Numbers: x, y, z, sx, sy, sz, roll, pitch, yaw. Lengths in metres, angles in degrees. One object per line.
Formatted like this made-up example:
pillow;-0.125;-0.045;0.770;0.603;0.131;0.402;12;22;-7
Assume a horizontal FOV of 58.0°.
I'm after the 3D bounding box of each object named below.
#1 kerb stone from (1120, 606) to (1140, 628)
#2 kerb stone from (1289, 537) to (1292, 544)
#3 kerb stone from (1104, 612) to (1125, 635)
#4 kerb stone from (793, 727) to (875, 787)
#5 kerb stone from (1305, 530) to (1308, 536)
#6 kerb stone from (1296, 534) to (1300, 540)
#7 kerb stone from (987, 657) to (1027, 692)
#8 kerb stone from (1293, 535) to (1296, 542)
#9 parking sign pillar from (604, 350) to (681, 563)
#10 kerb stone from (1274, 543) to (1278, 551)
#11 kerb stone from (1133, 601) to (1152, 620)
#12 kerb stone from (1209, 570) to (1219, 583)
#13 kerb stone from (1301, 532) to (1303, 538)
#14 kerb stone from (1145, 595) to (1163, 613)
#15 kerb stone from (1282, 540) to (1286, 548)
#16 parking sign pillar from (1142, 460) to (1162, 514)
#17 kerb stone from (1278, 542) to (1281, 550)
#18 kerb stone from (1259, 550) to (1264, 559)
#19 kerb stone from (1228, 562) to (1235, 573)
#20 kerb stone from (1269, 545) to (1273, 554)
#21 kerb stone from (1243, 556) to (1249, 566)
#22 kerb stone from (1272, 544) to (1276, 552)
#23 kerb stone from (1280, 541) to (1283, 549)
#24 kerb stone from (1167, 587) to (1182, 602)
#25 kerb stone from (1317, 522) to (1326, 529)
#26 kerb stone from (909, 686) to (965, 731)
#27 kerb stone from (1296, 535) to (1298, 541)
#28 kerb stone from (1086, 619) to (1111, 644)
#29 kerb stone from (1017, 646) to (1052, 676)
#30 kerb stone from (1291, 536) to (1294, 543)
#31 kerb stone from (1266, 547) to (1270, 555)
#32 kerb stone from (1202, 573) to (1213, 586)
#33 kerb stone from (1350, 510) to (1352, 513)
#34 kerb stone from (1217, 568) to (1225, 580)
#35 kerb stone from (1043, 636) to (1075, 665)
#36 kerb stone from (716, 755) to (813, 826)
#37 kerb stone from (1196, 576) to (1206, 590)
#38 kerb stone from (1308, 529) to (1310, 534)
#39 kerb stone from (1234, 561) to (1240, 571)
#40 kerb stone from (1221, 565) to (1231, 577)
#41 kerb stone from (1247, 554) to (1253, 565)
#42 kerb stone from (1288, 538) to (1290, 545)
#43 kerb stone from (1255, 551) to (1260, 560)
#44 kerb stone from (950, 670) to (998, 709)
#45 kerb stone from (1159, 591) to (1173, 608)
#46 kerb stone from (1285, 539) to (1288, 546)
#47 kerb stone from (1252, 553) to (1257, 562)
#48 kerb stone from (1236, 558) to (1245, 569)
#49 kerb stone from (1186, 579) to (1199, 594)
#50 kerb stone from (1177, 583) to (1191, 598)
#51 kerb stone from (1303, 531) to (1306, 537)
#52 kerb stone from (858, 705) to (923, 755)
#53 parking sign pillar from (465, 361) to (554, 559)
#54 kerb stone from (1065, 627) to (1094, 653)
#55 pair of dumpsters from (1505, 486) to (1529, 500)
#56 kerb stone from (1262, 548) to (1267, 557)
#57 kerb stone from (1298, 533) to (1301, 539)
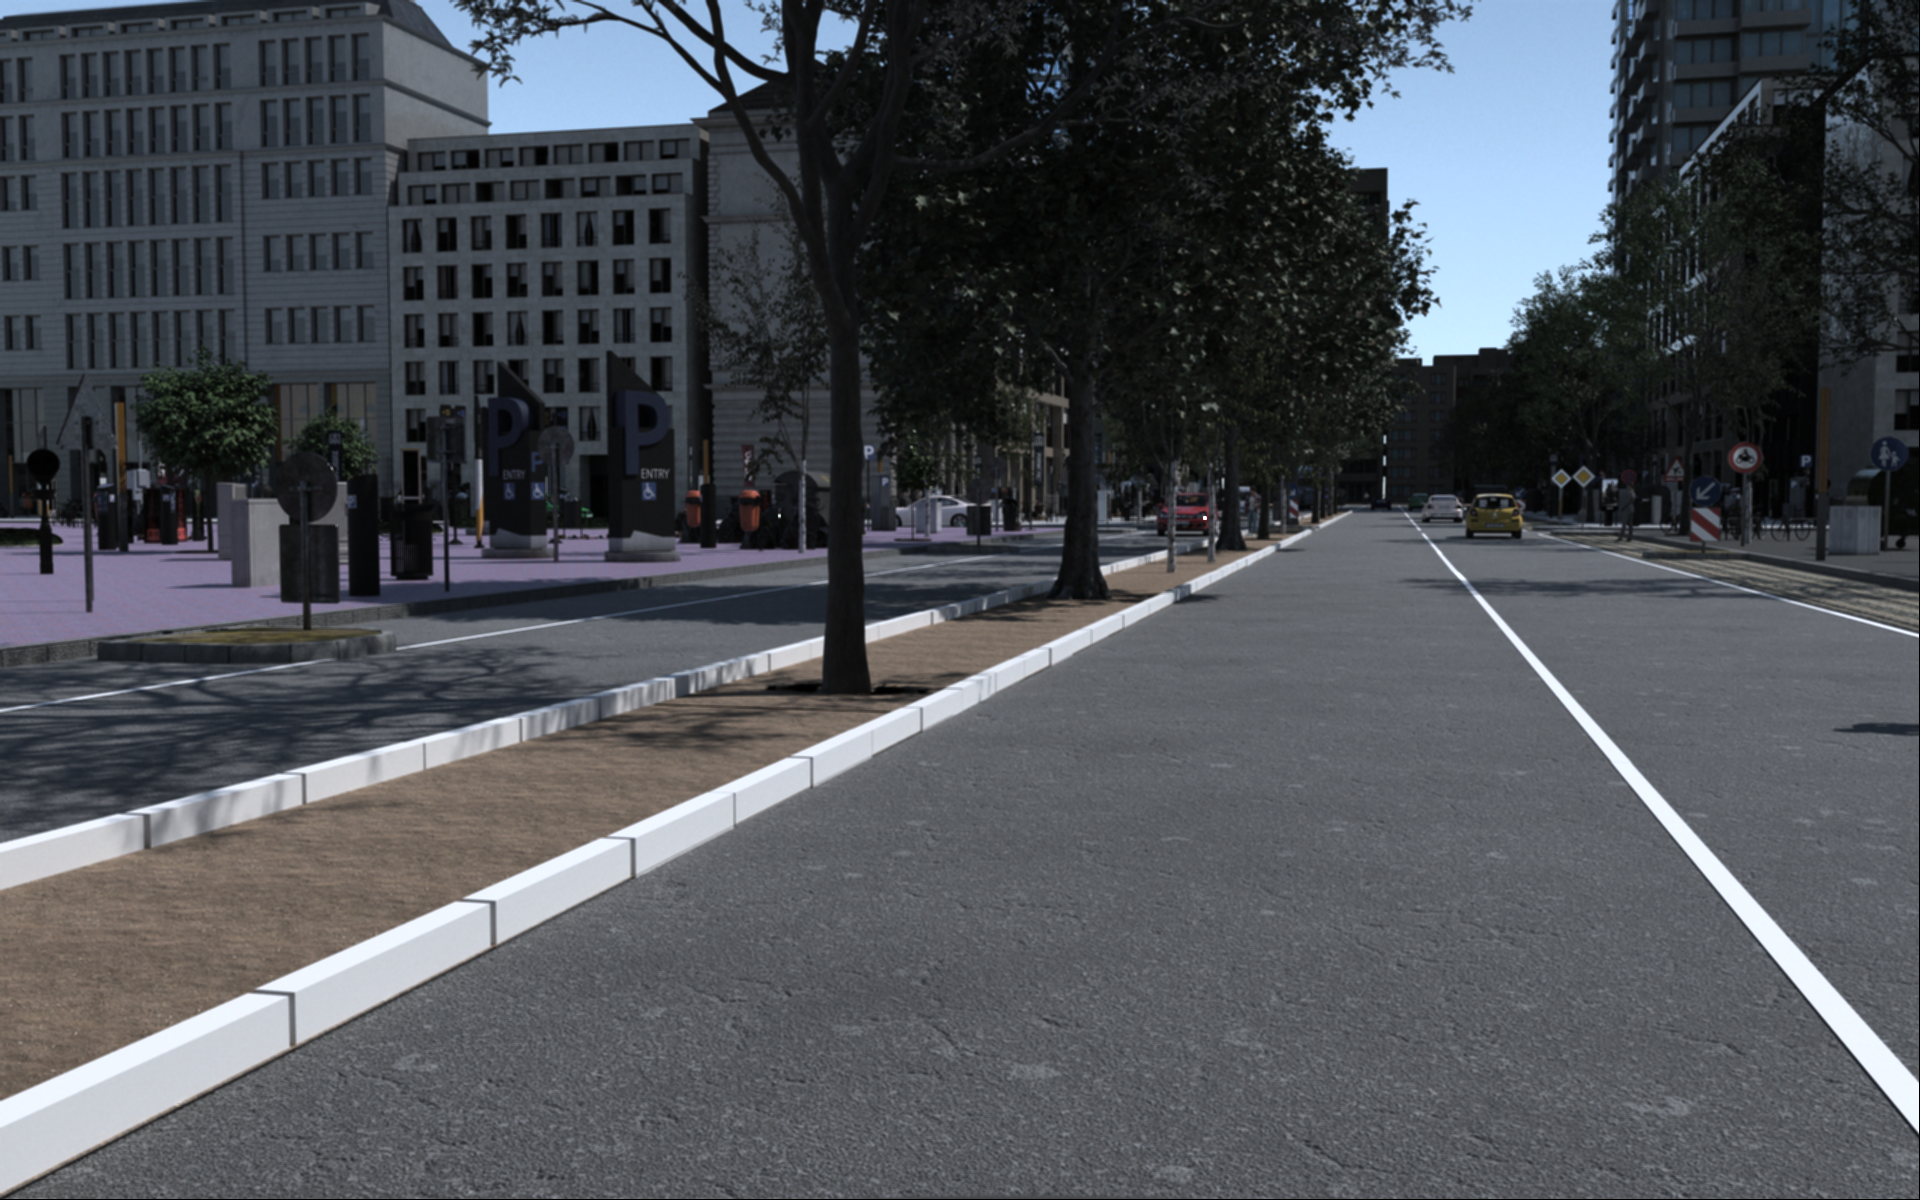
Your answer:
kerb stone;1.805;0.201;18.908;0.120;0.150;1.000;1;4;14
kerb stone;9.197;-1.621;48.760;0.120;0.150;1.000;1;4;14
kerb stone;1.552;0.264;17.918;0.120;0.150;1.000;1;4;14
kerb stone;-0.656;0.810;8.951;0.120;0.150;1.000;1;4;14
kerb stone;11.414;-2.173;57.727;0.120;0.150;1.000;1;4;14
kerb stone;10.177;-1.868;52.750;0.120;0.150;1.000;1;4;14
kerb stone;0.321;0.567;12.930;0.120;0.150;1.000;1;4;14
kerb stone;9.687;-1.747;50.754;0.120;0.150;1.000;1;4;14
parking sign pillar;-6.072;-2.725;33.023;1.447;3.967;1.447;3;5;40
kerb stone;7.712;-1.258;42.795;0.120;0.150;1.000;1;4;14
kerb stone;2.046;0.142;19.901;0.120;0.150;1.000;1;4;14
kerb stone;4.023;-0.347;27.867;0.120;0.150;1.000;1;4;14
kerb stone;10.672;-1.991;54.747;0.120;0.150;1.000;1;4;14
kerb stone;2.293;0.080;20.900;0.120;0.150;1.000;1;4;14
kerb stone;8.453;-1.442;45.778;0.120;0.150;1.000;1;4;14
parking sign pillar;12.110;-7.425;109.869;1.447;3.967;1.447;0;4;-6
kerb stone;7.952;-1.321;43.788;0.120;0.150;1.000;1;4;14
kerb stone;6.483;-0.950;37.807;0.120;0.150;1.000;1;4;14
kerb stone;4.753;-0.529;30.845;0.120;0.150;1.000;1;4;14
kerb stone;7.227;-1.138;40.800;0.120;0.150;1.000;1;4;14
kerb stone;5.491;-0.710;33.833;0.120;0.150;1.000;1;4;14
kerb stone;7.461;-1.198;41.795;0.120;0.150;1.000;1;4;14
kerb stone;8.208;-1.376;44.786;0.120;0.150;1.000;1;4;14
kerb stone;2.782;-0.043;22.894;0.120;0.150;1.000;1;4;14
kerb stone;15.479;-3.178;74.154;0.120;0.150;1.000;1;4;14
kerb stone;-0.164;0.692;10.942;0.120;0.150;1.000;1;4;14
kerb stone;9.931;-1.807;51.758;0.120;0.150;1.000;1;4;14
kerb stone;1.311;0.324;16.919;0.120;0.150;1.000;1;4;14
kerb stone;0.564;0.508;13.928;0.120;0.150;1.000;1;4;14
kerb stone;9.444;-1.678;49.752;0.120;0.150;1.000;1;4;14
kerb stone;6.980;-1.077;39.809;0.120;0.150;1.000;1;4;14
kerb stone;3.773;-0.286;26.867;0.120;0.150;1.000;1;4;14
kerb stone;27.312;-6.100;121.924;0.120;0.150;1.000;1;4;14
kerb stone;4.267;-0.398;28.860;0.120;0.150;1.000;1;4;14
kerb stone;0.824;0.445;14.929;0.120;0.150;1.000;1;4;14
kerb stone;-0.906;0.874;7.956;0.120;0.150;1.000;1;4;14
kerb stone;3.530;-0.225;25.872;0.120;0.150;1.000;1;4;14
kerb stone;11.900;-2.291;59.713;0.120;0.150;1.000;1;4;14
kerb stone;5.000;-0.584;31.837;0.120;0.150;1.000;1;4;14
kerb stone;4.515;-0.464;29.851;0.120;0.150;1.000;1;4;14
kerb stone;5.749;-0.772;34.825;0.120;0.150;1.000;1;4;14
kerb stone;8.951;-1.564;47.768;0.120;0.150;1.000;1;4;14
kerb stone;6.232;-0.894;36.815;0.120;0.150;1.000;1;4;14
kerb stone;0.077;0.628;11.935;0.120;0.150;1.000;1;4;14
kerb stone;2.536;0.024;21.896;0.120;0.150;1.000;1;4;14
kerb stone;8.703;-1.503;46.771;0.120;0.150;1.000;1;4;14
kerb stone;5.992;-0.831;35.821;0.120;0.150;1.000;1;4;14
kerb stone;5.251;-0.651;32.839;0.120;0.150;1.000;1;4;14
kerb stone;3.281;-0.164;24.880;0.120;0.150;1.000;1;4;14
kerb stone;3.033;-0.104;23.889;0.120;0.150;1.000;1;4;14
kerb stone;11.159;-2.110;56.738;0.120;0.150;1.000;1;4;14
kerb stone;-0.416;0.753;9.945;0.120;0.150;1.000;1;4;14
parking sign pillar;-8.905;-2.833;34.797;1.447;3.967;1.447;3;4;37
kerb stone;1.064;0.385;15.927;0.120;0.150;1.000;1;4;14
pair of dumpsters;43.928;-8.205;136.638;1.574;2.255;4.437;1;4;14
kerb stone;6.728;-1.016;38.815;0.120;0.150;1.000;1;4;14
kerb stone;10.427;-1.928;53.744;0.120;0.150;1.000;1;4;14
